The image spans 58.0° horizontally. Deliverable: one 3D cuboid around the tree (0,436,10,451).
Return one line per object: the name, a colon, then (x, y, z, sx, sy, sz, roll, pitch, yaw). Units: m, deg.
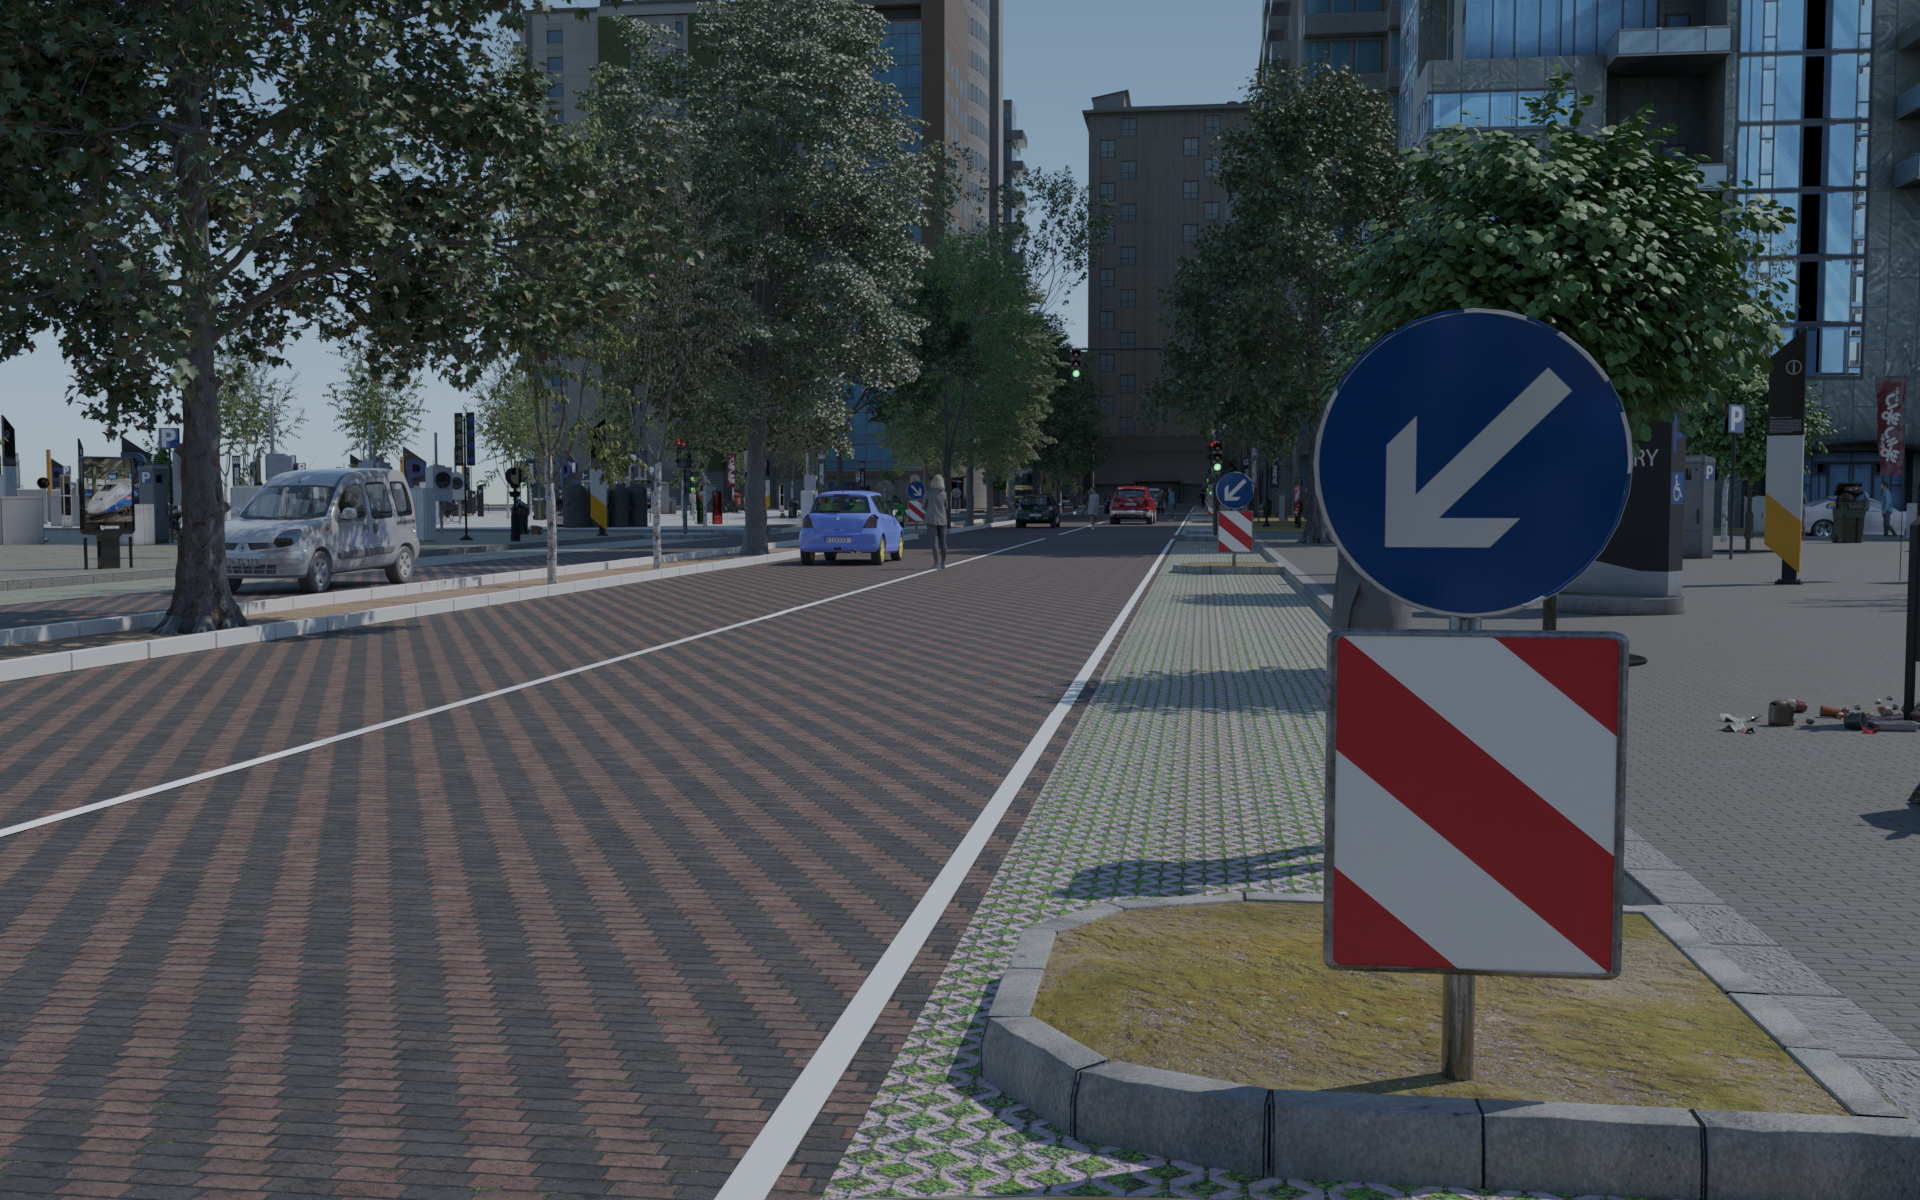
tree: (-15.995, -1.973, 26.861, 1.663, 3.219, 1.824, 0, 3, 0)

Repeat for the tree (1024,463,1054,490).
tree: (9.251, -15.237, 199.493, 4.360, 8.622, 3.978, 0, 3, 0)

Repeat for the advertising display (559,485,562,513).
advertising display: (-26.474, -6.806, 116.484, 0.974, 1.923, 0.123, 0, 4, -5)

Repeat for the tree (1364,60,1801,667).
tree: (4.558, -1.815, 13.388, 4.285, 4.588, 4.351, 0, 3, 0)

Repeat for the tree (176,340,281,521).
tree: (-30.072, -7.373, 70.913, 4.737, 8.622, 4.395, 0, 3, 0)

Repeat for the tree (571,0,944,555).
tree: (-4.818, -8.025, 40.324, 9.857, 13.997, 8.962, 0, 3, 0)

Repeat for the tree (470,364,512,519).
tree: (-23.592, -8.549, 90.136, 4.360, 8.622, 3.978, 0, 3, 0)

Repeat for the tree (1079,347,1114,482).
tree: (6.574, -12.078, 118.065, 7.486, 12.596, 7.792, 0, 3, 0)

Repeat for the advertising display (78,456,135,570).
advertising display: (-14.619, -1.498, 29.699, 0.123, 1.923, 0.974, 2, 4, 29)

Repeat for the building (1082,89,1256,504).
building: (31.057, -39.386, 233.198, 27.495, 52.752, 28.713, 0, 4, 8)

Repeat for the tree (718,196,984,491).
tree: (-3.357, -6.957, 50.624, 8.767, 10.594, 7.601, 0, 4, 8)

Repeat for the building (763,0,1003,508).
building: (-7.855, -38.250, 167.389, 21.231, 58.520, 28.212, 0, 4, 8)

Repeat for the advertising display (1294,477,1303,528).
advertising display: (12.770, -3.682, 65.419, 0.123, 1.923, 0.974, 0, 4, -2)

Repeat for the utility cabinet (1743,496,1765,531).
utility cabinet: (27.459, -2.973, 59.771, 1.020, 1.237, 0.306, -3, 4, -36)

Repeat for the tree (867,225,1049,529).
tree: (-0.428, -8.433, 66.092, 9.928, 11.665, 9.643, 0, 3, 0)

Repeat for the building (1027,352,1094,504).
building: (3.128, -24.035, 238.018, 28.899, 21.520, 27.650, 0, 4, 8)

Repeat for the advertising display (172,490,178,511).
advertising display: (-50.131, -6.446, 110.608, 0.123, 1.923, 0.974, 0, 4, -6)

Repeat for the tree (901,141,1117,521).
tree: (1.673, -14.370, 93.295, 12.611, 20.169, 13.585, 0, 3, 0)

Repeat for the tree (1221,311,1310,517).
tree: (16.281, -10.411, 95.973, 9.928, 11.665, 9.643, 0, 3, 0)

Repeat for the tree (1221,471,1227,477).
tree: (6.478, -2.471, 24.109, 4.285, 4.588, 4.351, 0, 3, 0)

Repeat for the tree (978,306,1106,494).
tree: (4.573, -11.312, 104.417, 9.611, 12.733, 9.660, 0, 3, 0)

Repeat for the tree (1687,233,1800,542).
tree: (20.602, -5.895, 46.746, 4.737, 8.622, 4.395, 0, 3, 0)

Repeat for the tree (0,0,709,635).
tree: (-7.842, -6.010, 17.735, 9.611, 12.733, 9.660, 0, 3, 0)

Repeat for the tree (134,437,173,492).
tree: (-24.035, -3.528, 52.279, 1.663, 3.219, 1.824, 0, 3, 0)

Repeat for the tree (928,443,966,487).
tree: (-0.879, -11.313, 135.328, 4.360, 8.622, 3.978, 0, 3, 0)

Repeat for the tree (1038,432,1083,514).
tree: (7.253, -10.491, 124.350, 4.737, 8.622, 4.395, 0, 3, 0)

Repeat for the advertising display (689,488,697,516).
advertising display: (-15.935, -5.999, 103.304, 0.123, 1.923, 0.974, -2, 4, -29)

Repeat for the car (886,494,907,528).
car: (-3.225, -3.597, 67.603, 1.959, 1.807, 4.718, 0, 4, 8)

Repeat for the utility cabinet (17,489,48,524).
utility cabinet: (-38.764, -3.890, 72.273, 1.173, 1.500, 0.318, -1, 4, -22)

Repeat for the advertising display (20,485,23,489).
advertising display: (-68.756, -7.420, 126.528, 0.123, 1.923, 0.974, 0, 4, 5)

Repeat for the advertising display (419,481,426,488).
advertising display: (-26.566, -4.978, 86.611, 0.974, 1.923, 0.123, 0, 4, 2)

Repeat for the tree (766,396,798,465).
tree: (-12.799, -9.611, 107.506, 4.737, 8.622, 4.395, 0, 3, 0)

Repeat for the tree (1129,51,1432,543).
tree: (9.241, -7.844, 45.256, 9.611, 12.733, 9.660, 0, 3, 0)

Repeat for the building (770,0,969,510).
building: (-7.073, -30.349, 146.310, 14.600, 45.320, 14.200, 0, 4, 8)

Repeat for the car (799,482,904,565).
car: (-2.219, -1.632, 36.267, 1.945, 1.707, 3.694, 0, 4, 7)

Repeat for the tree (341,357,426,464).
tree: (-29.928, -8.499, 89.314, 4.360, 8.622, 3.978, 0, 3, 0)

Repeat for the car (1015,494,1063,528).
car: (3.355, -3.936, 74.141, 2.009, 1.686, 4.222, 0, 4, 7)

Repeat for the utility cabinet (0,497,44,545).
utility cabinet: (-23.841, -2.005, 43.947, 0.306, 1.237, 1.020, 3, 5, 40)

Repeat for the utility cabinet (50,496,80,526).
utility cabinet: (-35.556, -3.527, 68.831, 1.020, 1.237, 0.306, -1, 4, -18)

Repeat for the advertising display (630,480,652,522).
advertising display: (-14.698, -4.558, 79.735, 0.974, 1.923, 0.123, 0, 4, -8)

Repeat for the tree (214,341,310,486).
tree: (-31.910, -7.829, 78.360, 4.360, 8.622, 3.978, 0, 3, 0)

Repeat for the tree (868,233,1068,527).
tree: (0.365, -9.434, 74.829, 7.486, 12.596, 7.792, 0, 3, 0)

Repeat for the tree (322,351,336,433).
tree: (-23.416, -7.257, 69.016, 4.737, 8.622, 4.395, 0, 3, 0)

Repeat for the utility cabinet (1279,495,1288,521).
utility cabinet: (15.431, -4.366, 82.544, 0.306, 1.237, 1.020, 1, 4, 19)

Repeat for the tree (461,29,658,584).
tree: (-6.435, -4.529, 26.869, 4.737, 8.622, 4.395, 0, 3, 0)

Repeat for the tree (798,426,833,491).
tree: (-12.061, -11.414, 136.983, 4.737, 8.622, 4.395, 0, 3, 0)

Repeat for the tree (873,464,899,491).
tree: (-4.698, -6.942, 108.106, 1.663, 3.219, 1.824, 0, 3, 0)

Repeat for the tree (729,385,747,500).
tree: (-13.020, -8.141, 83.473, 4.737, 8.622, 4.395, 0, 3, 0)

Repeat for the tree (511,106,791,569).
tree: (-5.763, -4.907, 33.041, 4.360, 8.622, 3.978, 0, 3, 0)

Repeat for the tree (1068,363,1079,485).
tree: (1.351, -9.893, 82.336, 7.486, 12.596, 7.792, 0, 3, 0)

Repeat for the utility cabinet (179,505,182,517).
utility cabinet: (-43.427, -5.282, 97.524, 1.020, 1.237, 0.306, -3, 5, -41)

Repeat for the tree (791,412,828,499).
tree: (-9.770, -9.050, 98.332, 4.360, 8.622, 3.978, 0, 3, 0)

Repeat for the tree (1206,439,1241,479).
tree: (30.777, -15.367, 201.615, 4.360, 8.622, 3.978, 0, 3, 0)

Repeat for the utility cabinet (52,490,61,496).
utility cabinet: (-45.009, -4.741, 86.199, 1.173, 1.500, 0.318, 2, 4, 29)

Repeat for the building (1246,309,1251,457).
building: (40.202, -26.223, 200.440, 14.160, 30.474, 14.107, 0, 4, 8)

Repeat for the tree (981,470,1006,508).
tree: (3.613, -10.735, 159.232, 4.285, 4.588, 4.351, 0, 3, 0)

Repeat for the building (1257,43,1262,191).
building: (39.092, -31.133, 163.647, 22.147, 44.769, 28.867, 0, 4, 8)

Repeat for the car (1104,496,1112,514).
car: (11.463, -6.944, 126.109, 1.945, 1.354, 3.894, 1, 4, 9)

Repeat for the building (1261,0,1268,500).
building: (31.722, -28.067, 142.484, 14.154, 41.232, 14.086, 0, 4, 8)
